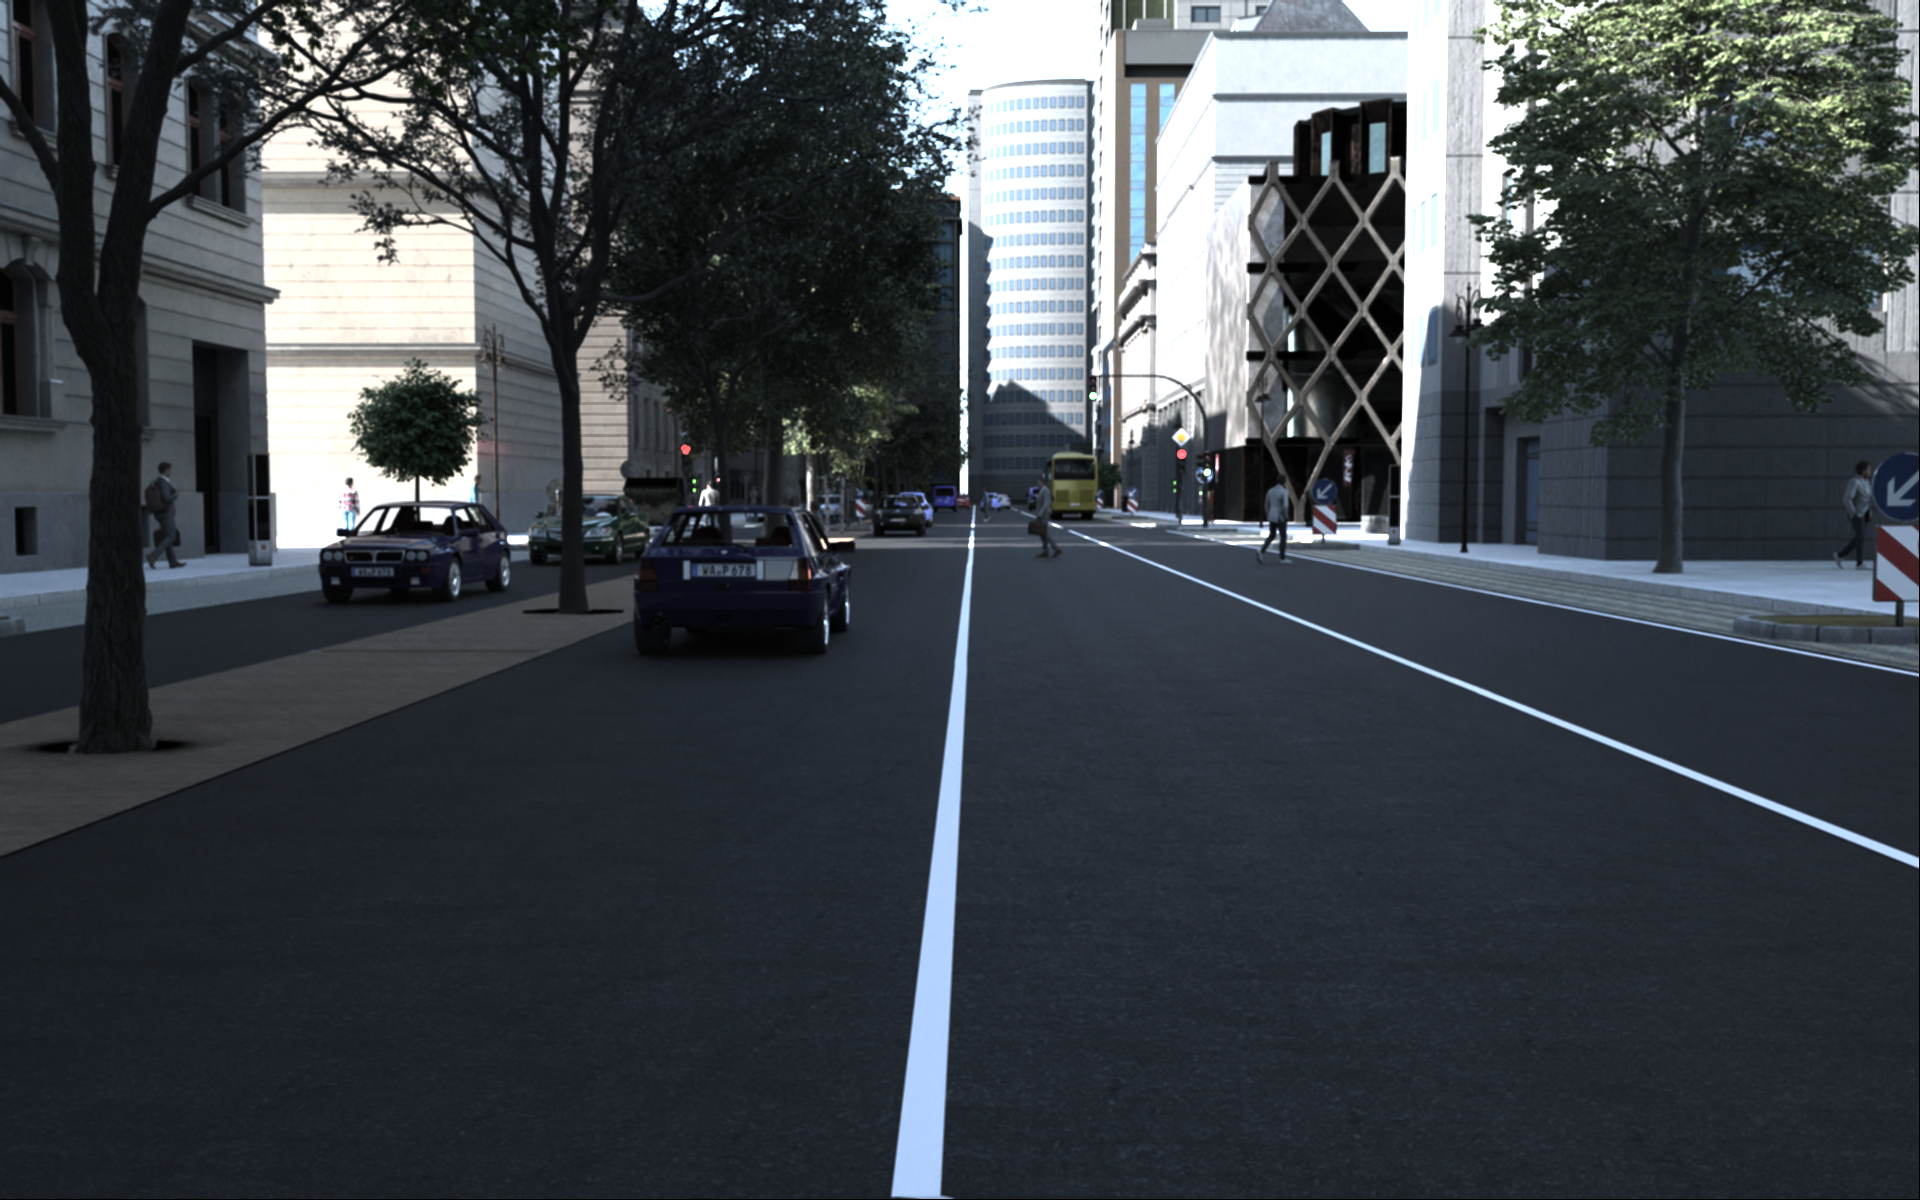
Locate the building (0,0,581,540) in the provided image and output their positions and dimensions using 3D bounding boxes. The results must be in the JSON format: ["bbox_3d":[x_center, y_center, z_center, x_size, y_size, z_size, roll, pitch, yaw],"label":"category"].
[{"bbox_3d":[-25.472,-16.541,57.840,23.554,28.519,14.401,0,4,1],"label":"building"}]

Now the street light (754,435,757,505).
[{"bbox_3d":[-12.201,-7.998,103.548,0.468,5.910,1.993,0,4,1],"label":"street light"}]

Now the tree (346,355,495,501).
[{"bbox_3d":[-12.816,-3.515,41.181,4.285,4.588,4.351,0,3,0],"label":"tree"}]

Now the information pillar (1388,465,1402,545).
[{"bbox_3d":[10.948,-2.392,43.595,0.304,2.012,0.304,1,4,18],"label":"information pillar"}]

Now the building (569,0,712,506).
[{"bbox_3d":[-20.008,-17.732,87.189,12.463,27.353,25.104,0,4,1],"label":"building"}]

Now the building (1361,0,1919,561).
[{"bbox_3d":[23.025,-30.791,45.424,21.231,58.520,28.212,0,4,1],"label":"building"}]

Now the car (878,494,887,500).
[{"bbox_3d":[-5.857,-8.345,146.227,2.009,1.686,4.222,0,4,0],"label":"car"}]

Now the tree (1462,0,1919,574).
[{"bbox_3d":[11.945,-6.707,27.787,7.486,12.596,7.792,0,3,0],"label":"tree"}]

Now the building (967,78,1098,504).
[{"bbox_3d":[15.074,-42.872,242.959,28.212,58.520,21.231,0,4,1],"label":"building"}]

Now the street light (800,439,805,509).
[{"bbox_3d":[-11.892,-9.734,131.944,0.468,5.910,1.993,0,4,1],"label":"street light"}]

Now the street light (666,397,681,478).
[{"bbox_3d":[-12.381,-6.257,75.097,0.468,5.910,1.993,0,4,1],"label":"street light"}]

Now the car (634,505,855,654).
[{"bbox_3d":[-2.031,-0.264,16.901,1.945,1.354,3.894,0,4,1],"label":"car"}]

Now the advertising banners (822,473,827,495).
[{"bbox_3d":[-11.322,-9.111,145.144,0.090,3.025,2.074,-1,4,-14],"label":"advertising banners"}]

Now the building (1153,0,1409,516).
[{"bbox_3d":[19.416,-20.329,109.866,11.434,29.767,29.804,0,4,1],"label":"building"}]

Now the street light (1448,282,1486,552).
[{"bbox_3d":[11.099,-3.985,37.946,0.468,5.910,1.993,0,4,1],"label":"street light"}]

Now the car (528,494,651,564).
[{"bbox_3d":[-7.859,-1.543,37.020,2.131,1.459,4.920,0,4,1],"label":"car"}]

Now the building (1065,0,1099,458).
[{"bbox_3d":[24.697,-54.698,206.982,22.319,86.520,31.000,0,4,1],"label":"building"}]

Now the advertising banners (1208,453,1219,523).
[{"bbox_3d":[11.050,-4.860,75.647,0.090,3.025,2.074,0,4,-4],"label":"advertising banners"}]

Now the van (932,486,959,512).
[{"bbox_3d":[-1.195,-8.390,141.559,2.240,2.365,5.245,0,4,1],"label":"van"}]

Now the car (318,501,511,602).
[{"bbox_3d":[-7.566,-0.715,24.265,1.945,1.354,3.894,0,4,0],"label":"car"}]

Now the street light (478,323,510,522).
[{"bbox_3d":[-12.616,-4.542,47.050,0.468,5.910,1.993,0,4,1],"label":"street light"}]

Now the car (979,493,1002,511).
[{"bbox_3d":[2.614,-8.385,146.685,1.945,1.707,3.694,0,4,0],"label":"car"}]

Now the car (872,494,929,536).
[{"bbox_3d":[-2.080,-3.083,60.186,2.009,1.686,4.222,0,4,0],"label":"car"}]

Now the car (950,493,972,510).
[{"bbox_3d":[0.056,-9.236,160.045,2.155,1.783,4.494,0,4,2],"label":"car"}]

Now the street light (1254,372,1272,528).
[{"bbox_3d":[11.461,-5.684,65.727,0.468,5.910,1.993,0,4,1],"label":"street light"}]

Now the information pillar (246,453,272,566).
[{"bbox_3d":[-12.504,-1.615,30.903,0.304,2.012,0.304,3,5,45],"label":"information pillar"}]

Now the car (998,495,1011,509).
[{"bbox_3d":[3.877,-9.456,166.961,2.083,1.381,4.827,0,4,-1],"label":"car"}]

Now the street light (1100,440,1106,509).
[{"bbox_3d":[12.205,-10.737,148.333,0.468,5.910,1.993,0,4,1],"label":"street light"}]

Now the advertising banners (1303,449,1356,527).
[{"bbox_3d":[14.296,-4.329,66.975,2.074,3.025,0.090,-1,4,-9],"label":"advertising banners"}]

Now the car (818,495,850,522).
[{"bbox_3d":[-6.606,-4.712,89.040,2.014,1.417,4.499,0,4,0],"label":"car"}]

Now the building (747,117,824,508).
[{"bbox_3d":[-29.293,-28.702,161.161,32.217,40.220,23.993,0,4,1],"label":"building"}]

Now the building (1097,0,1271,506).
[{"bbox_3d":[23.238,-45.471,181.705,20.563,71.187,20.611,0,4,1],"label":"building"}]

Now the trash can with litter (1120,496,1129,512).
[{"bbox_3d":[11.570,-6.772,122.111,0.624,1.170,1.055,0,4,0],"label":"trash can with litter"}]

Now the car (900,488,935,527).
[{"bbox_3d":[-2.092,-4.043,75.691,1.945,1.707,3.694,0,4,1],"label":"car"}]

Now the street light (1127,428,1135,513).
[{"bbox_3d":[11.913,-9.024,120.334,0.468,5.910,1.993,0,4,1],"label":"street light"}]

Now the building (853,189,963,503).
[{"bbox_3d":[-14.014,-36.108,244.984,28.867,44.769,22.147,0,4,1],"label":"building"}]

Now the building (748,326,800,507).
[{"bbox_3d":[-19.604,-20.751,136.534,12.463,27.353,25.104,0,4,1],"label":"building"}]

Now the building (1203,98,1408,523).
[{"bbox_3d":[21.131,-13.157,82.565,16.811,18.784,16.820,0,4,1],"label":"building"}]

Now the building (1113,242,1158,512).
[{"bbox_3d":[19.688,-18.074,137.302,13.314,21.916,24.055,0,4,1],"label":"building"}]

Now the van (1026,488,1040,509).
[{"bbox_3d":[7.519,-9.853,165.477,2.240,2.365,5.245,0,4,-1],"label":"van"}]

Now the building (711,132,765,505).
[{"bbox_3d":[-20.761,-19.461,111.696,14.314,27.812,24.014,0,4,1],"label":"building"}]

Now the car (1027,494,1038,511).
[{"bbox_3d":[6.655,-8.292,145.355,2.009,1.686,4.222,0,4,2],"label":"car"}]

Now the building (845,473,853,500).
[{"bbox_3d":[-24.573,-31.606,208.635,23.993,40.220,32.217,0,4,1],"label":"building"}]

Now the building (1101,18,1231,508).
[{"bbox_3d":[21.001,-31.500,165.141,14.600,45.320,14.200,0,4,1],"label":"building"}]

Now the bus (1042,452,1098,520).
[{"bbox_3d":[6.363,-6.650,100.266,2.896,3.916,12.252,0,4,1],"label":"bus"}]

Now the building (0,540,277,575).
[{"bbox_3d":[-21.484,-14.629,26.578,14.401,28.519,23.554,0,4,1],"label":"building"}]

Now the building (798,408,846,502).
[{"bbox_3d":[-19.549,-25.007,180.559,14.160,30.474,14.107,0,4,1],"label":"building"}]

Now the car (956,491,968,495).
[{"bbox_3d":[-0.077,-12.897,219.532,2.281,1.827,5.304,0,4,-1],"label":"car"}]

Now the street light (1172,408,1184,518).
[{"bbox_3d":[11.660,-7.337,92.746,0.468,5.910,1.993,0,4,1],"label":"street light"}]
